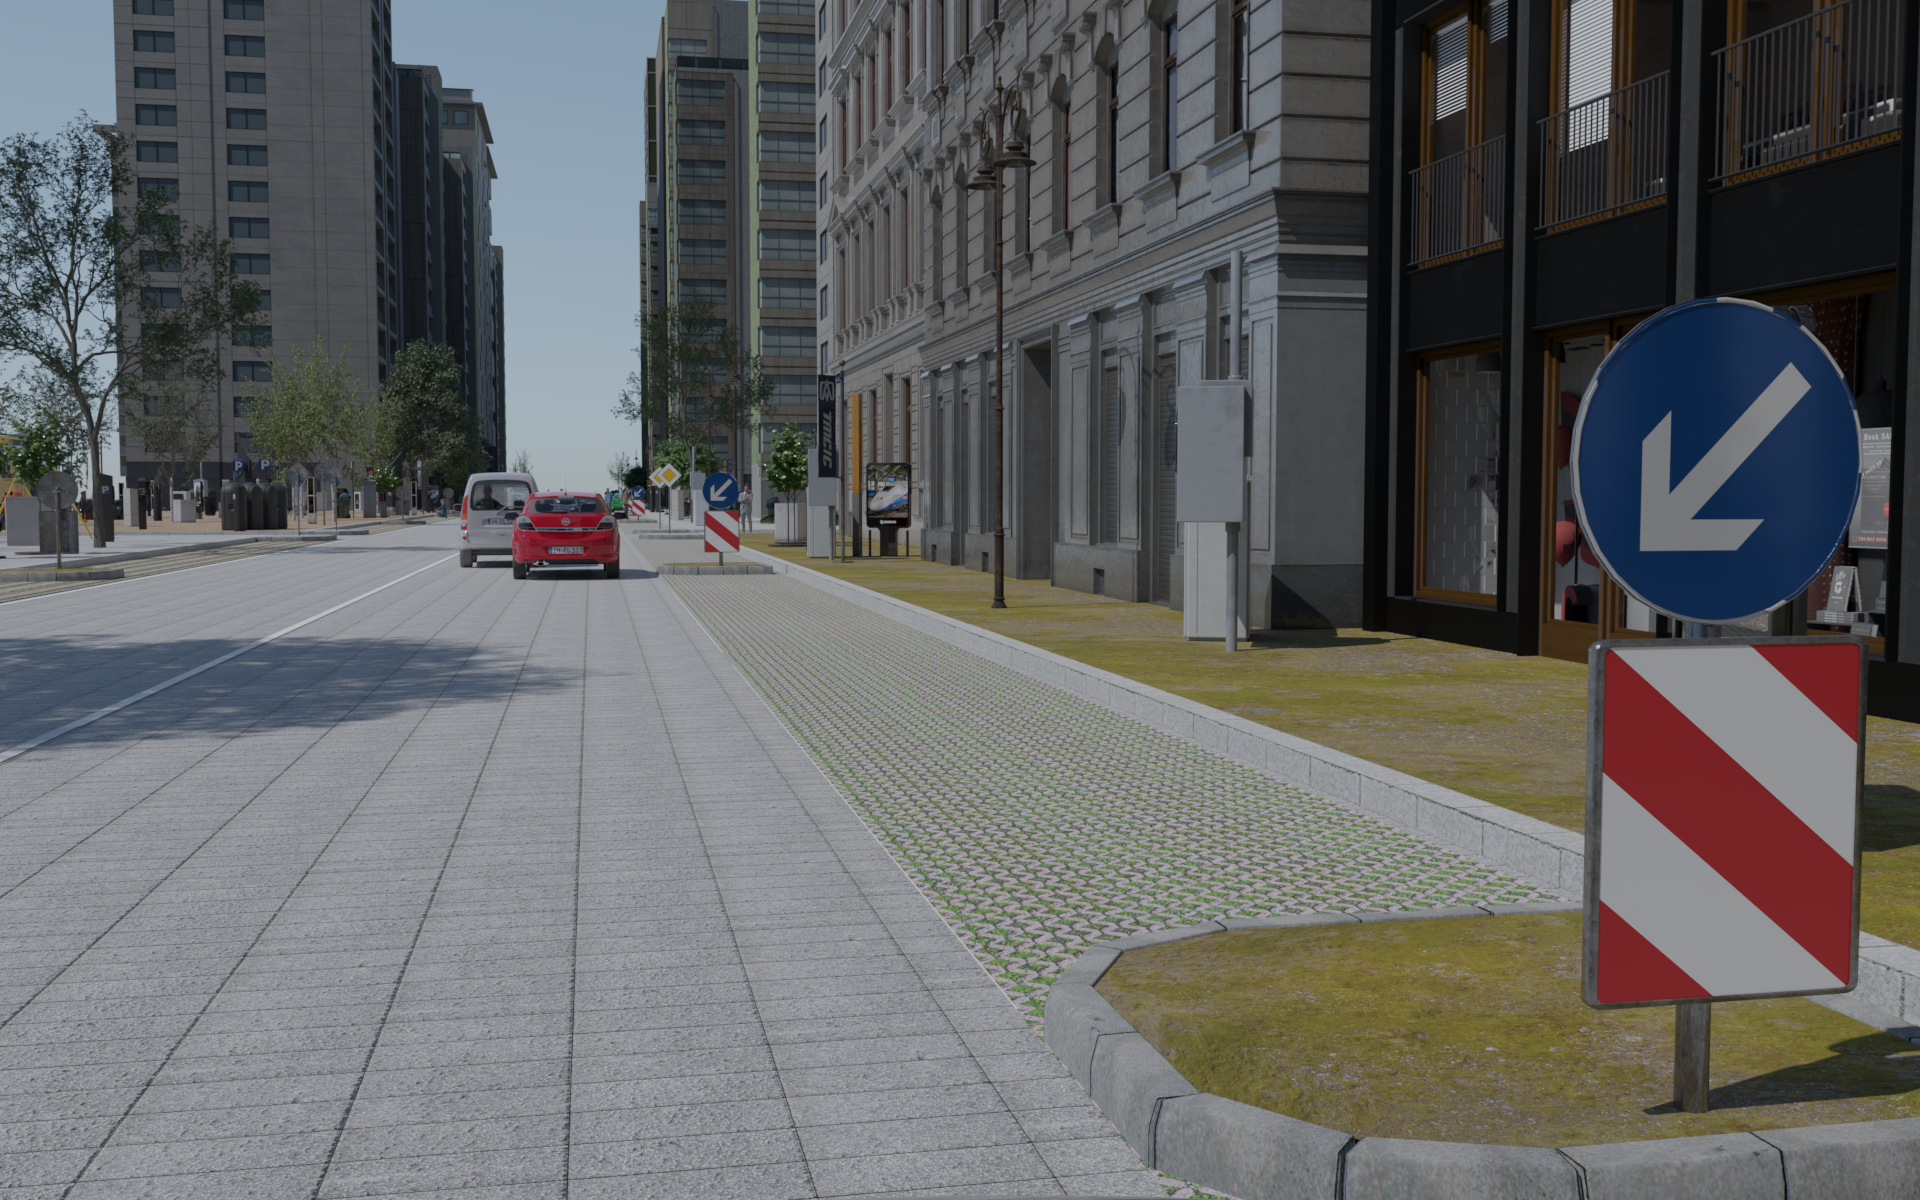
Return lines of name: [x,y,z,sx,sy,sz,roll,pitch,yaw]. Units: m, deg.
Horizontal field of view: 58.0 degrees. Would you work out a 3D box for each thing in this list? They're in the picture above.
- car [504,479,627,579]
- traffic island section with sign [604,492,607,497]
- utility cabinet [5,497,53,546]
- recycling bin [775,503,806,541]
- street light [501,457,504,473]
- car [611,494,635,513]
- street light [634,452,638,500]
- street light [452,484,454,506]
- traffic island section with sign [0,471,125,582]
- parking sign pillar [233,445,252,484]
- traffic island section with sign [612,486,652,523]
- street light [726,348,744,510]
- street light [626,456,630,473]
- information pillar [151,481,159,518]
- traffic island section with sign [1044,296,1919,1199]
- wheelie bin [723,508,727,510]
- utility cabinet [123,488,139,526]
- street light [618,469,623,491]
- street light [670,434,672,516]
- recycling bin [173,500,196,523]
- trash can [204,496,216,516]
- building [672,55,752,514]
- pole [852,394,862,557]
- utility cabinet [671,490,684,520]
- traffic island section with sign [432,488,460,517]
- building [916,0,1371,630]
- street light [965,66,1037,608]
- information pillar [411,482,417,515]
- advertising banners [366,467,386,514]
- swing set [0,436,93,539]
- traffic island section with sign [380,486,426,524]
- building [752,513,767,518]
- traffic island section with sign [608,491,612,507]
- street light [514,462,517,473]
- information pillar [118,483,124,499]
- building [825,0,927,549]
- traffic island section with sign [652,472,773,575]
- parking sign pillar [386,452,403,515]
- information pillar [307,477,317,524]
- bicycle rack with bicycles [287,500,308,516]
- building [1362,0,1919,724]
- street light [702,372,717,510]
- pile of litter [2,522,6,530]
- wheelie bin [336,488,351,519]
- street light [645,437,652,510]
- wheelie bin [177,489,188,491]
car: [-6.979,-1.325,30.697,2.155,1.783,4.494,-1,4,-13]
traffic island section with sign: [-31.963,-9.292,160.545,1.989,1.847,2.006,-1,4,-12]
utility cabinet: [-23.070,-1.943,42.937,1.020,1.237,0.306,-2,4,-33]
recycling bin: [-4.646,-2.151,47.723,0.722,1.027,0.722,1,4,17]
street light: [-57.435,-14.972,217.575,0.468,5.910,1.993,-1,4,-12]
car: [-26.096,-7.660,134.034,1.959,1.807,4.718,-1,4,-12]
street light: [-32.991,-12.463,176.564,0.468,5.910,1.993,-1,4,-12]
street light: [-40.238,-10.065,137.348,0.468,5.910,1.993,-1,4,-12]
traffic island section with sign: [-15.199,-1.245,28.987,1.989,1.847,2.006,-1,4,-12]
parking sign pillar: [-38.997,-6.463,94.150,1.447,3.967,1.447,3,5,41]
traffic island section with sign: [-16.051,-4.716,85.732,1.989,1.847,2.006,-1,4,-12]
street light: [-7.139,-5.028,54.992,0.468,5.910,1.993,-1,4,-12]
street light: [-42.851,-15.314,223.164,0.468,5.910,1.993,-1,4,-12]
information pillar: [-43.662,-5.473,93.973,0.304,2.012,0.304,3,5,40]
traffic island section with sign: [1.279,0.268,4.250,1.989,1.847,2.006,-1,4,-12]
wheelie bin: [-14.724,-6.076,107.247,0.980,1.594,0.693,0,4,0]
utility cabinet: [-32.778,-3.659,68.504,0.318,1.500,1.173,-3,4,-37]
street light: [-50.345,-17.452,258.120,0.468,5.910,1.993,-1,4,-12]
street light: [-16.833,-7.849,101.121,0.468,5.910,1.993,-1,4,-12]
recycling bin: [-34.825,-3.990,77.785,0.722,1.027,0.722,3,5,40]
trash can: [-44.236,-5.536,102.165,0.748,1.137,0.748,0,3,0]
building: [-12.651,-21.255,119.223,14.160,30.474,14.107,-1,4,-12]
pole: [-2.106,-2.546,35.474,0.158,3.312,0.155,0,3,0]
utility cabinet: [-13.841,-4.667,84.986,0.318,1.500,1.173,-2,4,-25]
traffic island section with sign: [-32.393,-6.190,109.835,1.989,1.847,2.006,-1,4,-12]
building: [5.665,-10.780,25.397,9.793,20.994,18.267,-1,4,-12]
street light: [0.441,-2.846,19.323,0.468,5.910,1.993,-1,4,-12]
information pillar: [-32.829,-6.095,104.149,0.304,2.012,0.304,-1,4,-14]
advertising banners: [-37.808,-7.171,113.430,2.074,3.025,0.090,-2,4,-29]
swing set: [-25.943,-3.059,47.632,2.862,2.851,3.119,0,4,-8]
traffic island section with sign: [-26.656,-4.545,82.934,1.989,1.847,2.006,-1,4,-12]
building: [-5.025,-25.344,97.963,14.154,41.232,14.086,-1,4,-12]
traffic island section with sign: [-21.653,-6.329,112.101,1.989,1.847,2.006,-1,4,-12]
street light: [-64.795,-17.111,252.559,0.468,5.910,1.993,-1,4,-12]
information pillar: [-53.824,-6.526,111.193,0.304,2.012,0.304,-1,4,-18]
building: [3.078,-12.773,44.993,11.583,22.565,21.152,-1,4,-12]
traffic island section with sign: [-4.485,-1.390,31.353,1.989,1.847,2.006,-1,4,-12]
parking sign pillar: [-35.638,-7.382,109.168,1.447,3.967,1.447,1,4,13]
information pillar: [-27.850,-4.279,74.448,0.304,2.012,0.304,0,4,-3]
bicycle rack with bicycles: [-39.101,-5.338,100.662,2.852,0.926,2.925,-2,4,-32]
building: [11.444,-10.977,9.151,12.332,23.373,15.834,-1,4,-12]
street light: [-9.453,-5.666,65.422,0.468,5.910,1.993,-1,4,-12]
pile of litter: [-35.881,-3.228,66.749,1.719,0.858,1.176,-2,4,-35]
wheelie bin: [-32.302,-5.057,90.596,0.980,1.594,0.693,1,4,22]
street light: [-25.539,-10.325,141.599,0.468,5.910,1.993,-1,4,-12]
wheelie bin: [-50.497,-6.403,112.598,0.980,1.594,0.693,-1,4,-18]
